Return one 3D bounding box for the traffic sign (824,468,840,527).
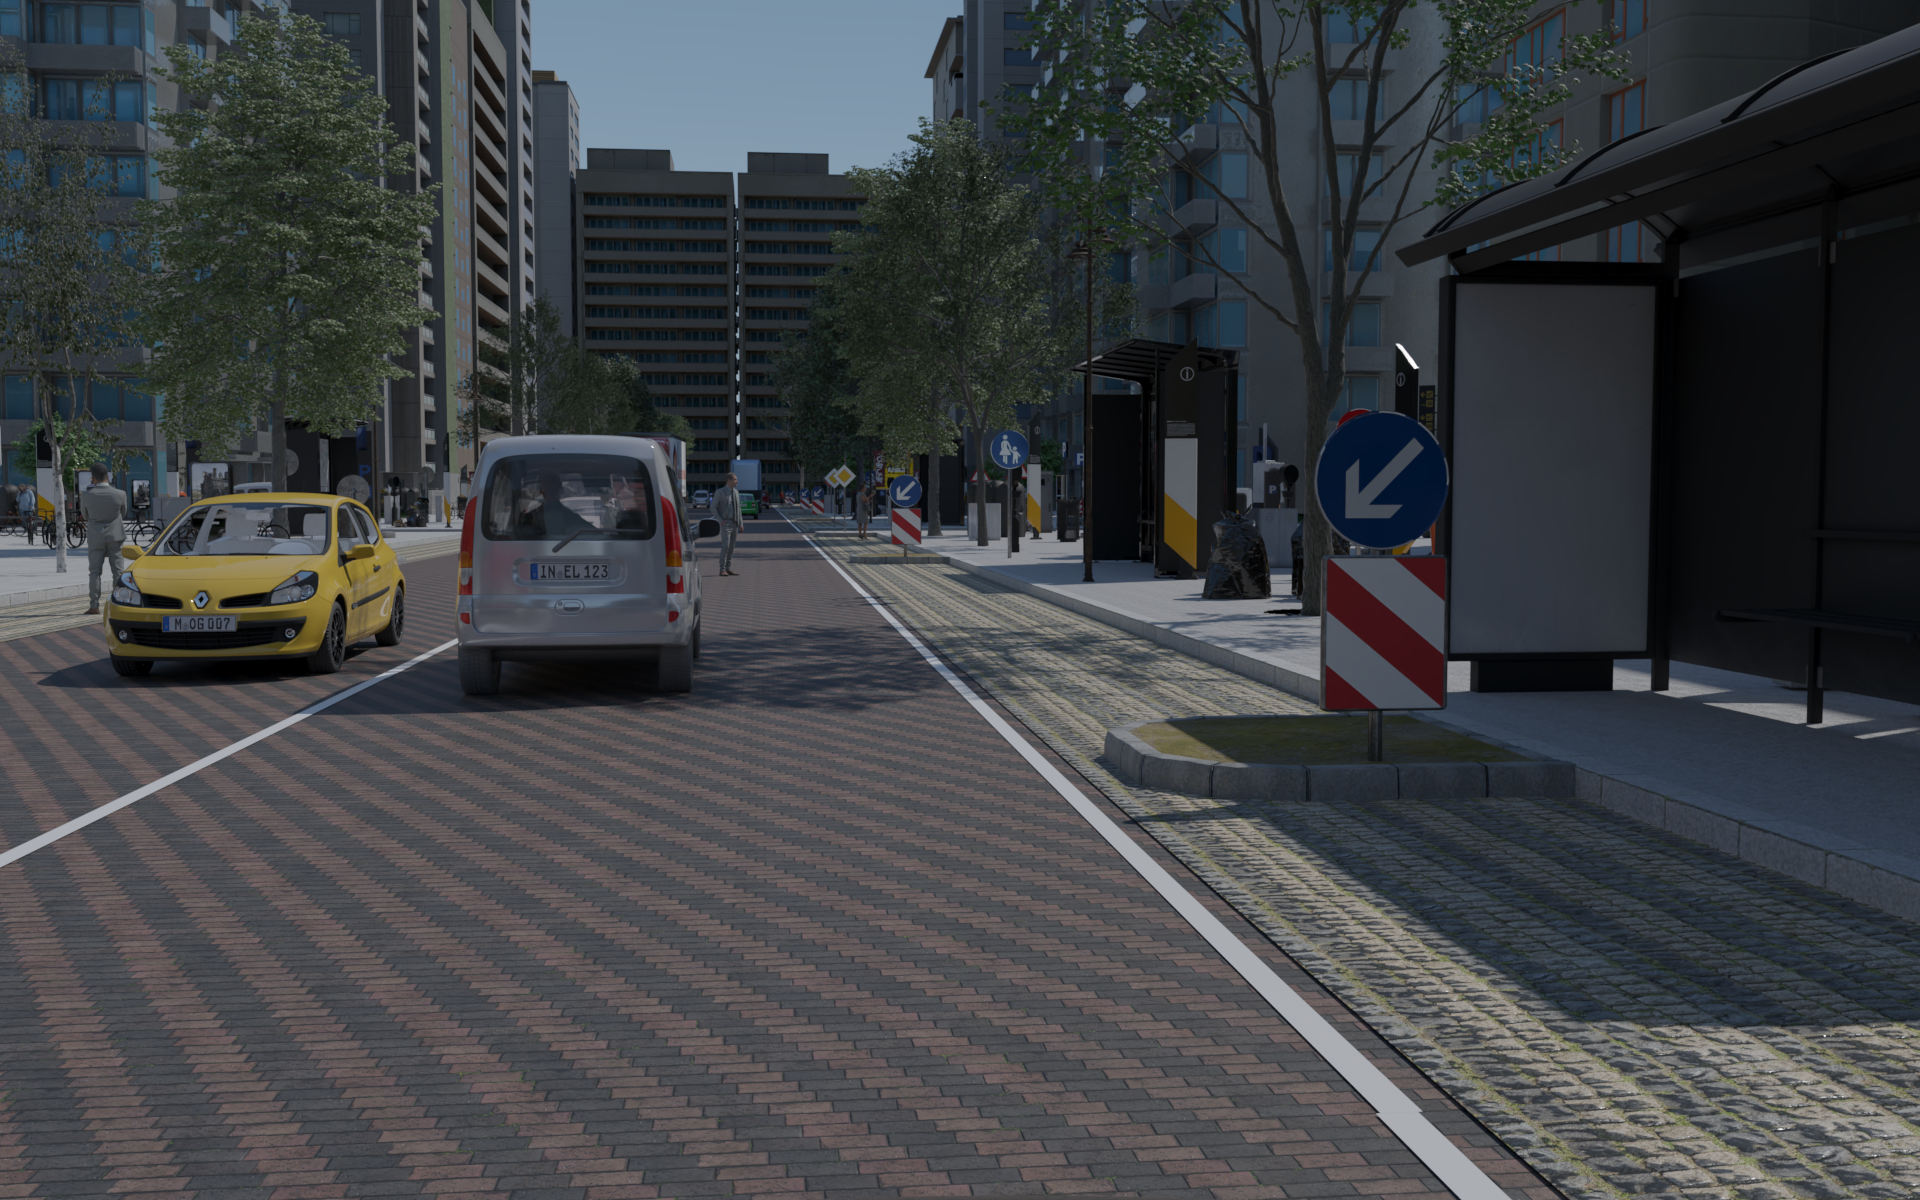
[{"bbox_3d":[-4.817,-3.843,66.480,0.795,2.450,0.064,0,4,-7],"label":"traffic sign"}]

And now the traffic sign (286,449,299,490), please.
[{"bbox_3d":[-18.996,-2.976,48.765,0.768,2.556,0.104,0,4,1],"label":"traffic sign"}]

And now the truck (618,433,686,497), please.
[{"bbox_3d":[-14.522,-5.648,81.266,2.839,4.237,11.283,0,4,-5],"label":"truck"}]

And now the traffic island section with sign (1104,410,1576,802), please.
[{"bbox_3d":[1.814,-0.022,8.990,1.989,1.847,2.006,0,4,-7],"label":"traffic island section with sign"}]

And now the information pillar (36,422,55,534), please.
[{"bbox_3d":[-29.519,-3.949,55.925,0.504,3.616,0.183,-3,4,-38],"label":"information pillar"}]

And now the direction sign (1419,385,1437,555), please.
[{"bbox_3d":[9.919,-2.688,35.947,0.876,3.537,0.379,3,5,40],"label":"direction sign"}]

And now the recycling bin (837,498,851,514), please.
[{"bbox_3d":[-7.676,-6.247,114.686,0.722,1.027,0.722,3,5,44],"label":"recycling bin"}]

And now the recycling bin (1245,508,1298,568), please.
[{"bbox_3d":[5.440,-1.087,30.323,0.722,1.027,0.722,-1,4,-14],"label":"recycling bin"}]

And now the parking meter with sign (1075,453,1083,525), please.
[{"bbox_3d":[5.374,-4.729,73.573,0.543,3.016,1.738,1,4,19],"label":"parking meter with sign"}]

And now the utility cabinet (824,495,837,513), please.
[{"bbox_3d":[-8.636,-6.463,116.838,1.020,1.237,0.306,0,4,8],"label":"utility cabinet"}]

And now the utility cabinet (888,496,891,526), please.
[{"bbox_3d":[-2.691,-3.610,70.187,0.306,1.237,1.020,-1,4,-13],"label":"utility cabinet"}]

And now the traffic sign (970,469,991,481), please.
[{"bbox_3d":[0.855,-4.458,72.890,0.884,2.594,0.081,0,4,0],"label":"traffic sign"}]

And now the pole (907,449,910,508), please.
[{"bbox_3d":[-2.339,-5.141,77.897,0.158,3.312,0.155,0,3,0],"label":"pole"}]

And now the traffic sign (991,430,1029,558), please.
[{"bbox_3d":[0.992,-2.107,34.554,0.768,2.556,0.104,0,4,0],"label":"traffic sign"}]

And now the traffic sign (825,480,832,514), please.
[{"bbox_3d":[-8.419,-6.920,113.247,0.768,2.556,0.104,0,4,-1],"label":"traffic sign"}]

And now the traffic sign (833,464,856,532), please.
[{"bbox_3d":[-3.905,-3.358,58.547,0.795,2.450,0.064,0,4,-7],"label":"traffic sign"}]

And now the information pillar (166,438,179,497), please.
[{"bbox_3d":[-29.717,-4.530,65.416,0.504,3.616,0.183,1,4,19],"label":"information pillar"}]

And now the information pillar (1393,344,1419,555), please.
[{"bbox_3d":[6.909,-2.173,26.890,0.183,3.616,0.504,-1,4,-22],"label":"information pillar"}]

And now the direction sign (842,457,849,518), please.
[{"bbox_3d":[-6.283,-6.280,94.673,0.379,3.537,0.876,0,4,2],"label":"direction sign"}]

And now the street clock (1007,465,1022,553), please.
[{"bbox_3d":[1.196,-2.043,37.978,0.358,2.002,0.471,-1,4,-14],"label":"street clock"}]

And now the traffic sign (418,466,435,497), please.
[{"bbox_3d":[-24.423,-4.842,79.269,0.768,2.556,0.104,0,4,2],"label":"traffic sign"}]

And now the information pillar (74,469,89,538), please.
[{"bbox_3d":[-25.626,-2.818,50.560,0.304,2.012,0.304,3,5,40],"label":"information pillar"}]

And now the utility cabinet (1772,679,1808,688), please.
[{"bbox_3d":[6.005,-0.165,11.370,1.173,1.500,0.318,0,4,2],"label":"utility cabinet"}]

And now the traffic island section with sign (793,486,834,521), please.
[{"bbox_3d":[-7.601,-5.038,90.999,1.989,1.847,2.006,0,4,-7],"label":"traffic island section with sign"}]

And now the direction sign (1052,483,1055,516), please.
[{"bbox_3d":[5.417,-6.724,101.935,0.876,3.537,0.379,0,4,6],"label":"direction sign"}]

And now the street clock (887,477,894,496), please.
[{"bbox_3d":[-2.965,-4.272,74.410,0.358,2.002,0.471,1,4,15],"label":"street clock"}]

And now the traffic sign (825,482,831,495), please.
[{"bbox_3d":[-10.413,-8.496,139.019,0.768,2.556,0.104,0,4,-6],"label":"traffic sign"}]

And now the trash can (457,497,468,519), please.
[{"bbox_3d":[-25.266,-4.690,88.341,0.748,1.137,0.748,0,3,0],"label":"trash can"}]

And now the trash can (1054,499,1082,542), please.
[{"bbox_3d":[2.896,-2.119,46.301,0.748,1.137,0.748,0,3,0],"label":"trash can"}]

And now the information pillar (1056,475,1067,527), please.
[{"bbox_3d":[3.953,-3.843,67.329,0.304,2.012,0.304,-3,5,-42],"label":"information pillar"}]

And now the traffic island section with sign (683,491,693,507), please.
[{"bbox_3d":[-30.540,-11.287,193.176,1.989,1.847,2.006,0,4,-7],"label":"traffic island section with sign"}]

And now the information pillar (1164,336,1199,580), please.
[{"bbox_3d":[3.319,-2.112,25.889,0.504,3.616,0.183,1,4,15],"label":"information pillar"}]

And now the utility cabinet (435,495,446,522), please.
[{"bbox_3d":[-23.896,-4.189,79.658,0.306,1.237,1.020,0,4,-6],"label":"utility cabinet"}]

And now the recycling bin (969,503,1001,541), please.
[{"bbox_3d":[0.682,-2.168,48.000,0.722,1.027,0.722,-1,4,-19],"label":"recycling bin"}]

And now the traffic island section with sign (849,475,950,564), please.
[{"bbox_3d":[-1.298,-1.680,36.096,1.989,1.847,2.006,0,4,-7],"label":"traffic island section with sign"}]

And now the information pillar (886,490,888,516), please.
[{"bbox_3d":[-4.055,-5.839,99.960,0.304,2.012,0.304,2,4,33],"label":"information pillar"}]

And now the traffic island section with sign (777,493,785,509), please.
[{"bbox_3d":[-16.409,-9.726,167.652,1.989,1.847,2.006,0,4,-7],"label":"traffic island section with sign"}]

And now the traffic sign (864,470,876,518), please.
[{"bbox_3d":[-4.713,-5.649,92.472,0.768,2.556,0.104,0,4,3],"label":"traffic sign"}]

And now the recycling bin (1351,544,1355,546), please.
[{"bbox_3d":[10.067,-1.881,43.303,0.722,1.027,0.722,-1,4,-14],"label":"recycling bin"}]

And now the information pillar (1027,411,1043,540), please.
[{"bbox_3d":[2.088,-3.504,48.642,0.504,3.616,0.183,-3,5,-45],"label":"information pillar"}]

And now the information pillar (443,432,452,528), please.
[{"bbox_3d":[-19.520,-4.559,65.887,0.183,3.616,0.504,-2,4,-35],"label":"information pillar"}]

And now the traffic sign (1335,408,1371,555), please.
[{"bbox_3d":[5.947,-1.573,25.826,0.768,2.556,0.104,0,4,-2],"label":"traffic sign"}]

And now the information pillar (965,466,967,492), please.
[{"bbox_3d":[0.255,-8.171,124.953,0.504,3.616,0.183,0,4,6],"label":"information pillar"}]

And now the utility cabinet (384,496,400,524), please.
[{"bbox_3d":[-24.216,-3.832,73.817,0.306,1.237,1.020,0,4,4],"label":"utility cabinet"}]

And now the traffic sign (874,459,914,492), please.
[{"bbox_3d":[-3.734,-6.351,97.717,2.265,3.308,0.079,0,4,-1],"label":"traffic sign"}]

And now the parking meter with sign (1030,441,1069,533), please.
[{"bbox_3d":[2.673,-3.728,57.220,1.738,3.016,0.543,-1,4,-10],"label":"parking meter with sign"}]

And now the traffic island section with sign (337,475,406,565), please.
[{"bbox_3d":[-12.389,-1.625,35.203,1.989,1.847,2.006,0,4,-7],"label":"traffic island section with sign"}]

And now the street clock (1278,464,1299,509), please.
[{"bbox_3d":[8.031,-2.313,42.387,0.471,2.002,0.358,-2,4,-28],"label":"street clock"}]

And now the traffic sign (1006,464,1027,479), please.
[{"bbox_3d":[2.021,-3.669,59.999,0.884,2.594,0.081,0,4,3],"label":"traffic sign"}]

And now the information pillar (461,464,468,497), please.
[{"bbox_3d":[-38.211,-8.696,133.539,0.504,3.616,0.183,-1,4,-12],"label":"information pillar"}]

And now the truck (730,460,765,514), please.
[{"bbox_3d":[-16.151,-8.557,129.659,2.967,4.110,18.799,0,4,-6],"label":"truck"}]

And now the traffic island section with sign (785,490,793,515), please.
[{"bbox_3d":[-10.681,-6.676,117.778,1.989,1.847,2.006,0,4,-7],"label":"traffic island section with sign"}]

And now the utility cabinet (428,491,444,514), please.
[{"bbox_3d":[-32.511,-6.058,107.719,0.318,1.500,1.173,2,4,28],"label":"utility cabinet"}]

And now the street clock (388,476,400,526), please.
[{"bbox_3d":[-22.541,-3.942,69.022,0.358,2.002,0.471,1,4,18],"label":"street clock"}]

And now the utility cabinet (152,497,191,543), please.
[{"bbox_3d":[-17.568,-1.693,38.849,0.306,1.237,1.020,2,4,26],"label":"utility cabinet"}]
